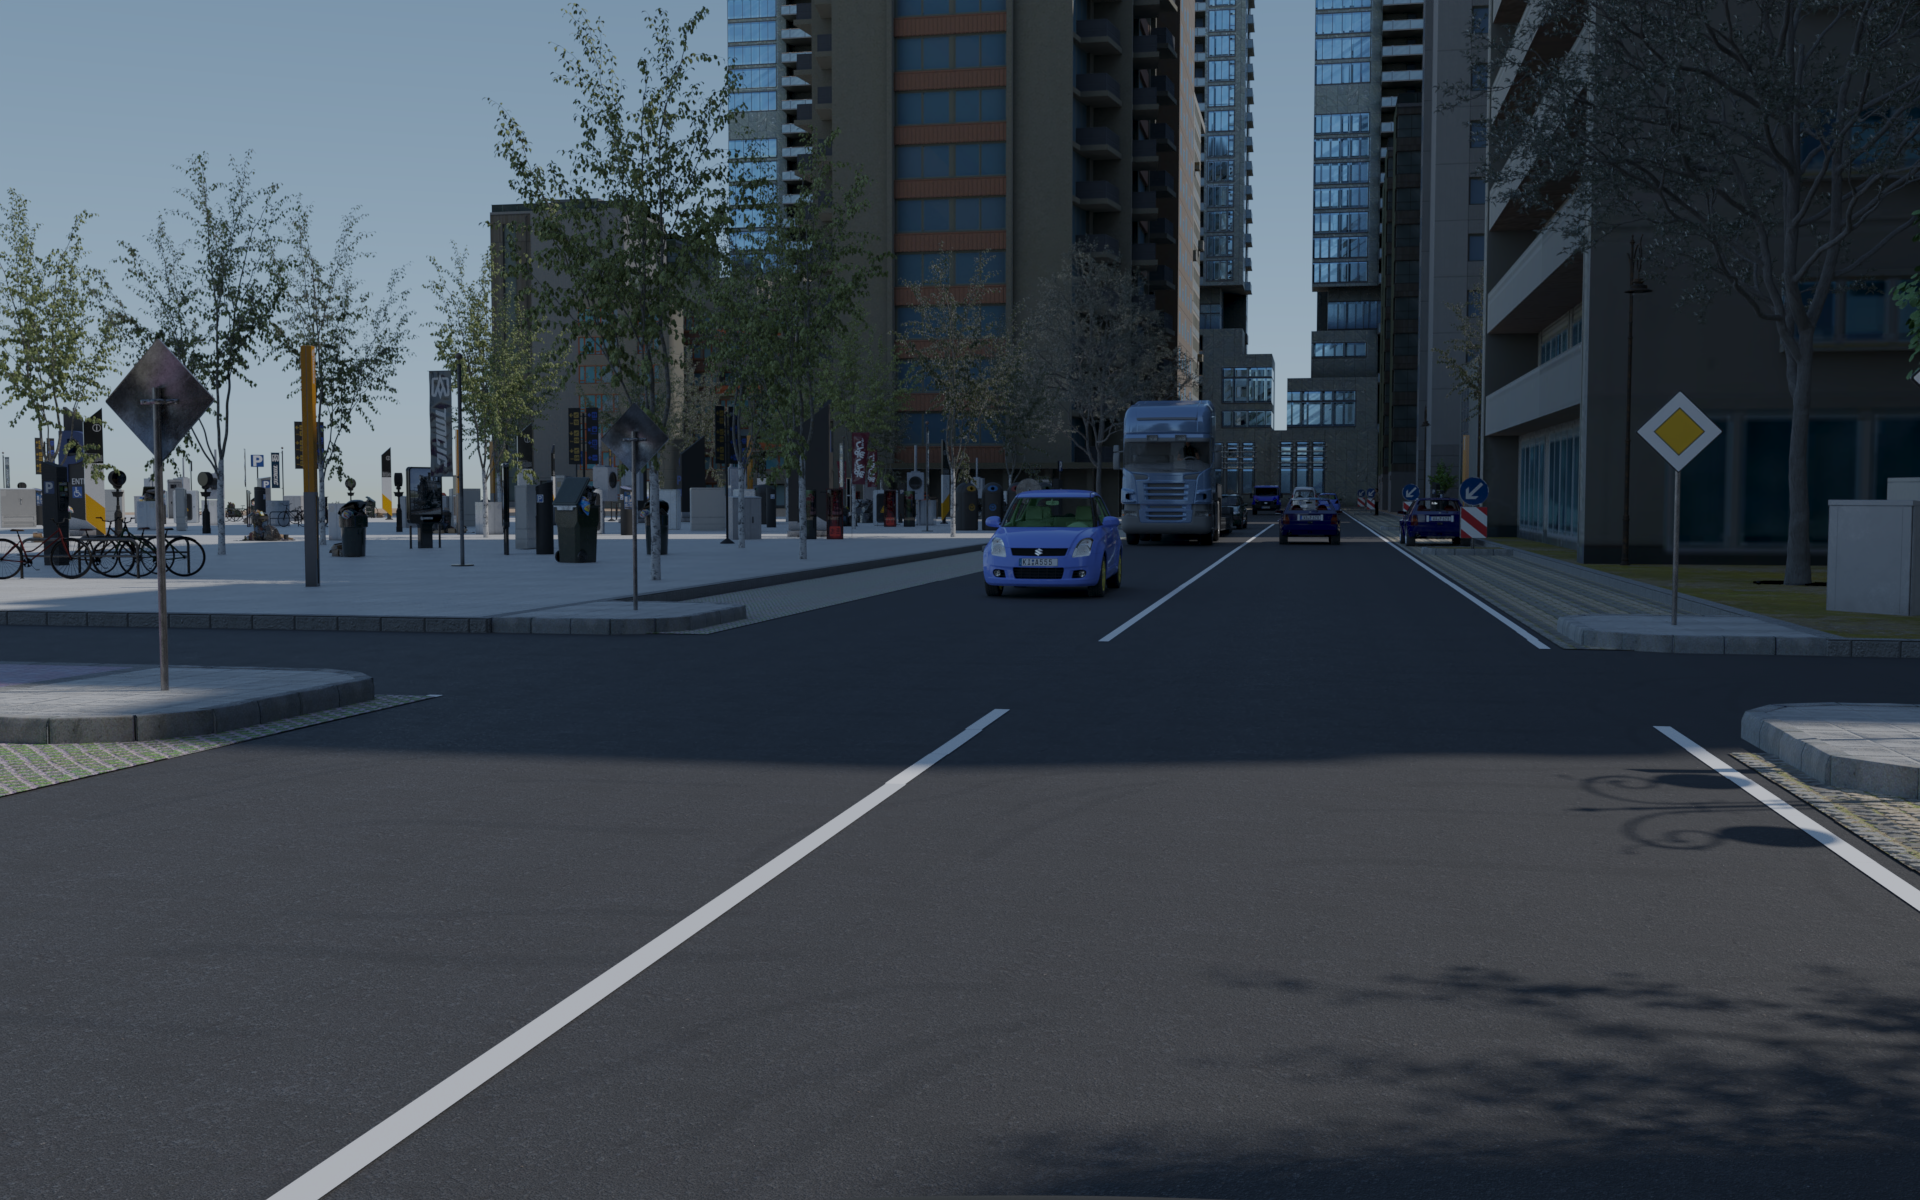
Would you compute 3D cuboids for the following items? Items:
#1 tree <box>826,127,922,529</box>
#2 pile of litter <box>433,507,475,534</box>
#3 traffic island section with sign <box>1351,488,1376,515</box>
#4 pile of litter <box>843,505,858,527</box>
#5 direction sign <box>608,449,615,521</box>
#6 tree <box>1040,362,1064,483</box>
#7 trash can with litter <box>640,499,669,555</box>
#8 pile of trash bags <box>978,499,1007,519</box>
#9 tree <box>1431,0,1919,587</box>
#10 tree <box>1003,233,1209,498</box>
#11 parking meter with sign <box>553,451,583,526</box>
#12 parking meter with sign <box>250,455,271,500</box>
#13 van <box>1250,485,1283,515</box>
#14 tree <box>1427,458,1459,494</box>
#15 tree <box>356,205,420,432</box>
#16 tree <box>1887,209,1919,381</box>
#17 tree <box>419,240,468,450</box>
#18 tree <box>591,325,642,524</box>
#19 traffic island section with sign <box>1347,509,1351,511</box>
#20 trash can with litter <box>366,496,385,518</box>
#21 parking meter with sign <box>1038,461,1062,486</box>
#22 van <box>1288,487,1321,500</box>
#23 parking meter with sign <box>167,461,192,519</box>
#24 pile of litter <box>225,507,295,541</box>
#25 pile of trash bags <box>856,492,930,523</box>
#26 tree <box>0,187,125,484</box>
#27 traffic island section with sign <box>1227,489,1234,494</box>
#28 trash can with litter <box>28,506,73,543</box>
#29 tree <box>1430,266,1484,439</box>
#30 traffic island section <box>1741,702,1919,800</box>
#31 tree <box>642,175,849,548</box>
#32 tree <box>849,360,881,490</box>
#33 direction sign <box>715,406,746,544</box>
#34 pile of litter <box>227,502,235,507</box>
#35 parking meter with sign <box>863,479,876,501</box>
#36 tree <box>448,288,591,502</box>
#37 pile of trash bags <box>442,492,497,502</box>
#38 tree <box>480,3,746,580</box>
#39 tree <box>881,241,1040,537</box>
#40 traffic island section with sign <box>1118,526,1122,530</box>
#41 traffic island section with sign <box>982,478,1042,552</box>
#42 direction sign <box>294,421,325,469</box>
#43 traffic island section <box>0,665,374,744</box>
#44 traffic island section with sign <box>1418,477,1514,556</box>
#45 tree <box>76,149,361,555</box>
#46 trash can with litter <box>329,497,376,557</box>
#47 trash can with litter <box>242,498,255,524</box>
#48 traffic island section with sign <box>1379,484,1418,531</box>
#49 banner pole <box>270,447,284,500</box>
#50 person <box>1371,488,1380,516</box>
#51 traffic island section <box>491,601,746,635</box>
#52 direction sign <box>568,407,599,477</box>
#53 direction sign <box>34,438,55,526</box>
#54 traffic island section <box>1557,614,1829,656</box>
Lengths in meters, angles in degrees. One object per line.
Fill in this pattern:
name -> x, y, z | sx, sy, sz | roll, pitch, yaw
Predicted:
tree -> -3.325, -5.103, 33.799 | 4.737, 8.622, 4.395 | 0, 3, 0
pile of litter -> -16.638, -2.607, 56.583 | 1.719, 0.858, 1.176 | -3, 4, -37
traffic island section with sign -> 27.653, -6.628, 117.003 | 1.989, 1.847, 2.006 | 1, 4, 12
pile of litter -> -4.776, -3.332, 68.442 | 1.719, 0.858, 1.176 | -2, 4, -23
direction sign -> -16.410, -5.472, 81.468 | 0.379, 3.537, 0.876 | 0, 4, -1
tree -> 2.101, -7.302, 69.751 | 4.360, 8.622, 3.978 | 0, 3, 0
trash can with litter -> -6.496, -1.553, 36.785 | 0.624, 1.170, 1.055 | -1, 4, -12
pile of trash bags -> 1.166, -4.833, 88.771 | 1.912, 1.369, 3.447 | -2, 4, -27
tree -> 11.807, -6.962, 24.205 | 12.009, 13.543, 11.850 | 0, 3, 0
tree -> 6.527, -10.525, 82.455 | 12.009, 13.543, 11.850 | 0, 3, 0
parking meter with sign -> -16.078, -4.538, 70.451 | 1.738, 3.016, 0.543 | 3, 5, 42
parking meter with sign -> -30.539, -4.873, 75.942 | 0.543, 3.016, 1.738 | -3, 4, -38
van -> 21.384, -7.117, 120.741 | 2.240, 2.365, 5.245 | 1, 4, 11
tree -> 25.637, -5.984, 92.444 | 1.663, 3.219, 1.824 | 0, 3, 0
tree -> -15.819, -5.693, 43.440 | 4.360, 8.622, 3.978 | 0, 3, 0
tree -> 9.958, -1.927, 15.215 | 4.285, 4.588, 4.351 | 0, 3, 0
tree -> -13.745, -6.129, 50.572 | 4.737, 8.622, 4.395 | 0, 3, 0
tree -> -14.031, -7.536, 73.578 | 4.360, 8.622, 3.978 | 0, 3, 0
traffic island section with sign -> 33.170, -8.263, 143.728 | 1.989, 1.847, 2.006 | 1, 4, 12
trash can with litter -> -31.441, -4.995, 93.059 | 1.055, 1.170, 0.624 | 0, 4, 2
parking meter with sign -> 4.466, -5.803, 91.135 | 1.738, 3.016, 0.543 | 1, 4, 21
van -> 20.780, -5.957, 104.409 | 2.013, 2.044, 4.112 | 1, 4, 12
parking meter with sign -> -41.006, -5.757, 90.380 | 1.738, 3.016, 0.543 | -2, 4, -30
pile of litter -> -19.135, -2.061, 47.659 | 1.719, 0.858, 1.176 | 2, 4, 26
pile of trash bags -> -3.047, -4.134, 77.342 | 3.447, 1.369, 1.912 | -1, 4, -12
tree -> -22.021, -5.588, 41.727 | 4.737, 8.622, 4.395 | 0, 3, 0
traffic island section with sign -> 22.765, -8.363, 145.357 | 1.989, 1.847, 2.006 | 1, 4, 12
trash can with litter -> -24.149, -2.114, 45.948 | 1.055, 1.170, 0.624 | -3, 5, -41
tree -> 17.656, -6.509, 56.781 | 4.360, 8.622, 3.978 | 0, 3, 0
traffic island section -> 5.398, 0.804, 9.138 | 2.009, 0.180, 2.903 | 1, 4, 12
tree -> -4.945, -5.536, 40.874 | 4.360, 8.622, 3.978 | 0, 3, 0
tree -> -4.272, -8.763, 93.629 | 4.360, 8.622, 3.978 | 0, 3, 0
direction sign -> -6.020, -3.224, 44.706 | 0.379, 3.537, 0.876 | 2, 4, 32
pile of litter -> -40.221, -4.964, 95.131 | 1.719, 0.858, 1.176 | -3, 5, -42
parking meter with sign -> -4.705, -5.766, 90.535 | 1.738, 3.016, 0.543 | 0, 4, 0
tree -> -16.430, -6.846, 62.288 | 4.360, 8.622, 3.978 | 0, 3, 0
pile of trash bags -> -28.139, -5.452, 98.894 | 3.447, 1.369, 1.912 | -1, 4, -23
tree -> -4.758, -4.595, 25.484 | 4.737, 8.622, 4.395 | 0, 3, 0
tree -> 0.031, -6.177, 51.351 | 4.360, 8.622, 3.978 | 0, 3, 0
traffic island section with sign -> 7.193, -3.745, 69.859 | 1.989, 1.847, 2.006 | 1, 4, 12
traffic island section with sign -> 1.694, -2.113, 43.177 | 1.989, 1.847, 2.006 | 1, 4, 12
direction sign -> -20.301, -3.799, 54.109 | 0.876, 3.537, 0.379 | -2, 4, -29
traffic island section -> -5.220, 0.670, 11.325 | 2.009, 0.180, 2.903 | 1, 4, 12
traffic island section with sign -> 11.996, -1.983, 41.050 | 1.989, 1.847, 2.006 | 1, 4, 12
tree -> -15.897, -5.273, 36.581 | 4.360, 8.622, 3.978 | 0, 3, 0
trash can with litter -> -12.555, -1.467, 35.372 | 1.055, 1.170, 0.624 | 3, 5, 41
trash can with litter -> -30.566, -3.872, 74.696 | 1.055, 1.170, 0.624 | 2, 4, 31
traffic island section with sign -> 17.569, -3.635, 68.063 | 1.989, 1.847, 2.006 | 1, 4, 12
banner pole -> -36.055, -6.217, 91.667 | 0.401, 3.779, 0.863 | 3, 5, 44
person -> 27.516, -6.483, 114.515 | 0.705, 1.823, 1.348 | 0, 4, -8
traffic island section -> -3.607, 0.192, 19.146 | 2.009, 0.180, 2.903 | 1, 4, 12
direction sign -> -9.869, -3.270, 45.465 | 0.876, 3.537, 0.379 | 1, 4, 18
direction sign -> -36.836, -4.758, 69.786 | 0.379, 3.537, 0.876 | 2, 4, 24
traffic island section -> 7.011, 0.325, 16.959 | 2.009, 0.180, 2.903 | 1, 4, 12
